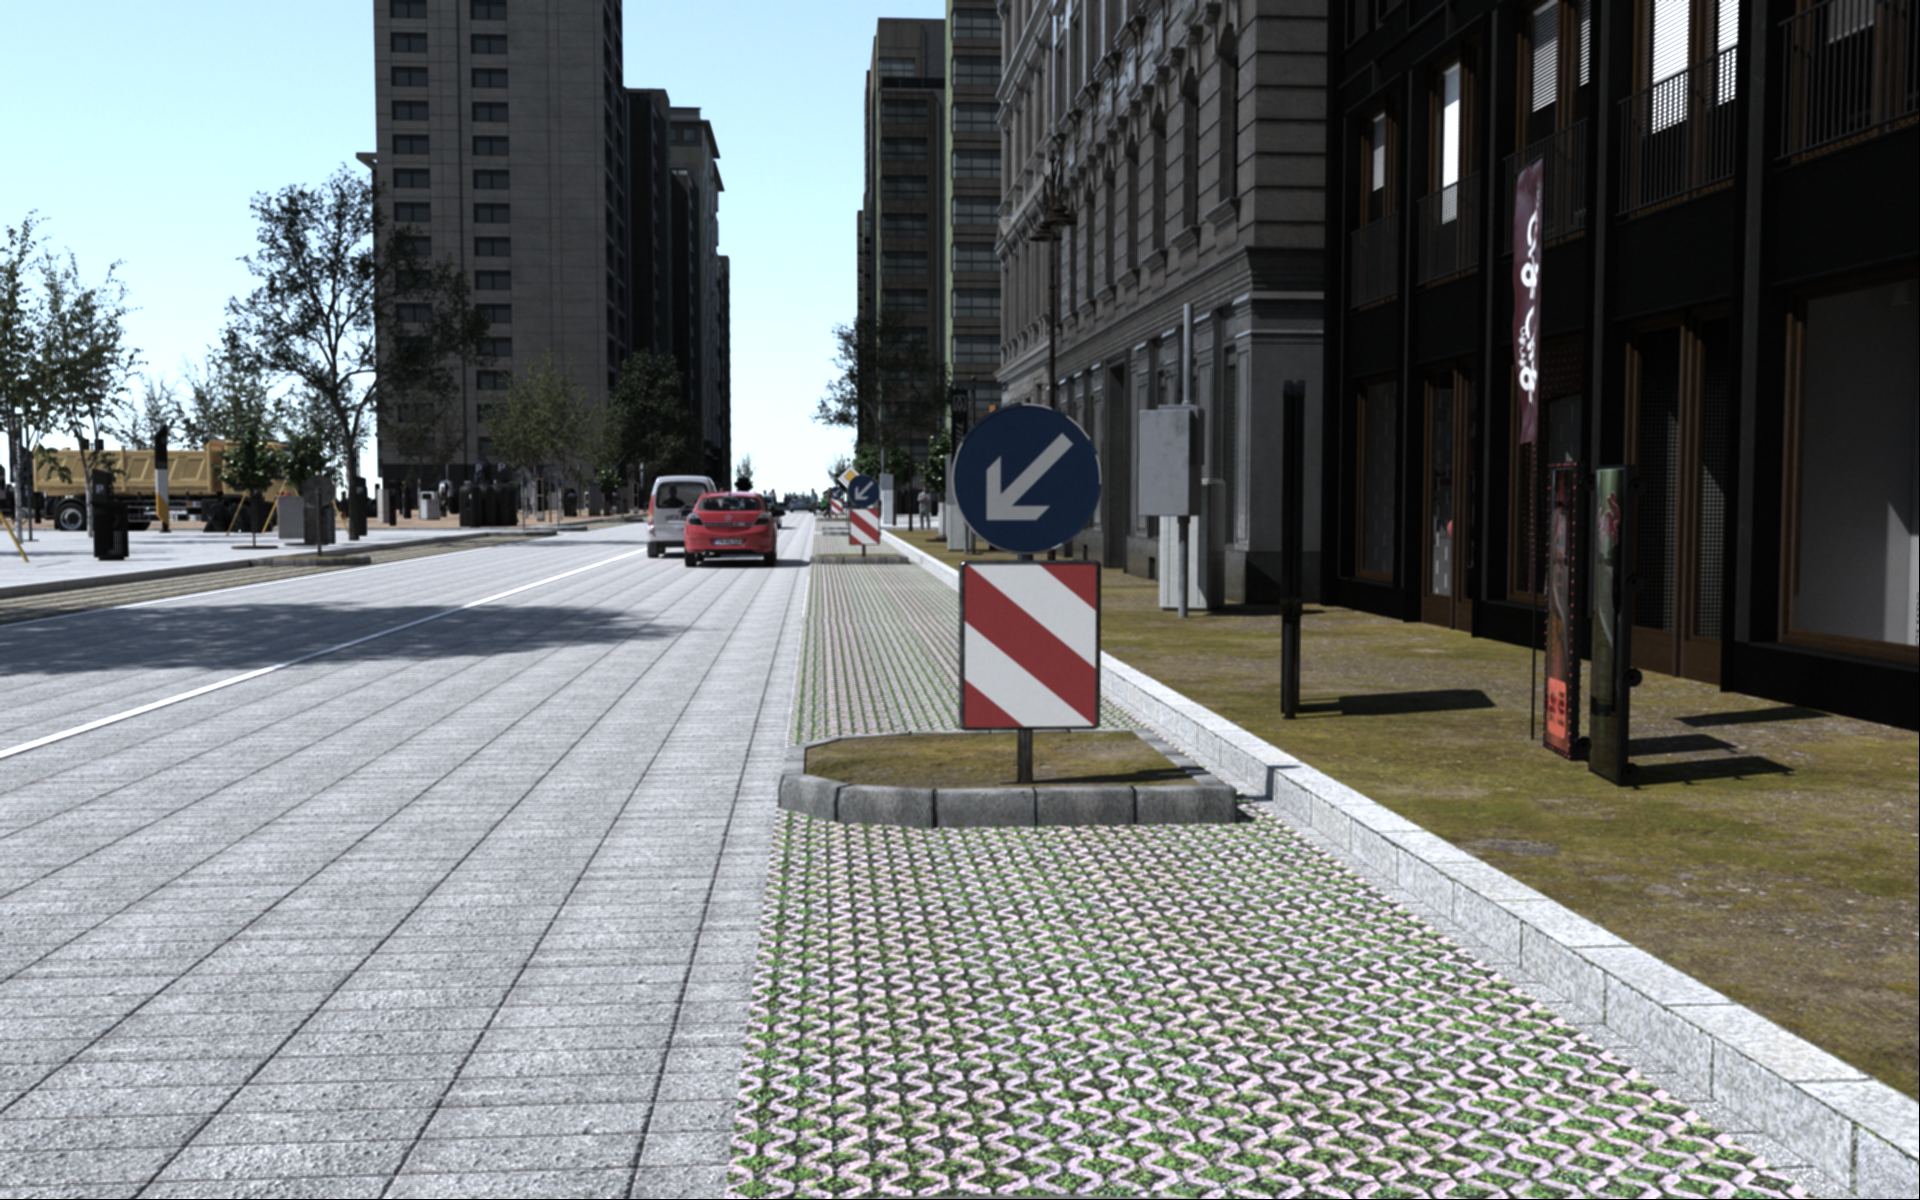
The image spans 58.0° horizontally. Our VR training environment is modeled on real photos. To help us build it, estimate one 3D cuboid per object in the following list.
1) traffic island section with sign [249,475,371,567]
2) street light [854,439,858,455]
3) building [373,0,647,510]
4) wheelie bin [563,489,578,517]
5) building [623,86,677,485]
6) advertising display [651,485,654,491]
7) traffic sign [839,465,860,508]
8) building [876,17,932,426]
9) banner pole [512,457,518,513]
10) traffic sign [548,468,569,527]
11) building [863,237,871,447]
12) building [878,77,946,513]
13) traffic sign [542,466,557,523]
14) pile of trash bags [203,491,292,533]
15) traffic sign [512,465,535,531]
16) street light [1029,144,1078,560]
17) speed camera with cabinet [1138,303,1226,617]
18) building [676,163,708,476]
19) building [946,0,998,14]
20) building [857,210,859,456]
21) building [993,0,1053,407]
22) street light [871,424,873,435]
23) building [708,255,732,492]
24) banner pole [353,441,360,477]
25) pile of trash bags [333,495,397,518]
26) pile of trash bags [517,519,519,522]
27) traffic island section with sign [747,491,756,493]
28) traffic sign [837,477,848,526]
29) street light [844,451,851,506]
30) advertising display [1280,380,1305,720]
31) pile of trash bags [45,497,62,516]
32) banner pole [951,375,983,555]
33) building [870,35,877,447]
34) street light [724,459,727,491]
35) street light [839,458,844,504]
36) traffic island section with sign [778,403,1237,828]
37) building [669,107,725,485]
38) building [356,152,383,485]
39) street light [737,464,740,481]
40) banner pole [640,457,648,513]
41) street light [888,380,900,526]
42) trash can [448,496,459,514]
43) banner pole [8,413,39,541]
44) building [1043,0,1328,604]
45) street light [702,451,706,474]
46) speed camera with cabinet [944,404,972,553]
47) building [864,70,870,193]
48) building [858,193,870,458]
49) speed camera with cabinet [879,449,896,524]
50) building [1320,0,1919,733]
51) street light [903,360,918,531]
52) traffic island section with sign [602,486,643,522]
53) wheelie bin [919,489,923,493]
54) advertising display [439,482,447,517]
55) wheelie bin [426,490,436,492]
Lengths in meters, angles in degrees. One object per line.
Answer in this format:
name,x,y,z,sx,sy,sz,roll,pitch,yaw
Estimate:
traffic island section with sign,-13.048,-1.612,34.978,1.989,1.847,2.006,0,4,-5
street light,-8.872,-10.715,147.985,0.468,5.910,1.993,0,4,-5
building,-37.868,-43.571,150.640,20.563,71.187,20.611,0,4,-5
wheelie bin,-22.124,-5.526,98.263,0.980,1.594,0.693,2,4,30
building,-35.811,-29.702,169.227,14.154,41.232,14.086,0,4,-5
advertising display,-22.506,-7.521,128.186,0.123,1.923,0.974,2,4,29
traffic sign,-3.816,-3.479,60.530,0.795,2.450,0.064,0,4,-5
building,-0.423,-28.731,153.345,14.154,41.232,14.086,0,4,-5
banner pole,-29.624,-7.666,115.349,0.401,3.779,0.863,1,4,16
traffic sign,-15.672,-3.912,67.601,0.795,2.450,0.064,0,4,-5
building,-3.975,-25.982,196.502,14.160,30.474,14.107,0,4,-5
building,1.143,-21.556,124.142,14.160,30.474,14.107,0,4,-5
traffic sign,-18.364,-4.740,77.610,0.768,2.556,0.104,0,4,3
pile of trash bags,-23.725,-2.963,58.194,3.447,1.369,1.912,2,4,25
traffic sign,-15.025,-3.425,59.642,0.795,2.450,0.064,0,4,-5
street light,1.244,-3.095,23.398,0.468,5.910,1.993,0,4,-5
speed camera with cabinet,2.424,-1.496,18.794,0.660,3.252,2.038,1,4,19
building,-38.306,-32.049,207.598,14.154,41.232,14.086,0,4,-5
building,6.027,-25.596,102.082,14.154,41.232,14.086,0,4,-5
building,-7.937,-34.736,251.521,14.154,41.232,14.086,0,4,-5
building,7.211,-12.988,48.516,11.583,22.565,21.152,0,4,-5
street light,-5.418,-8.192,106.729,0.468,5.910,1.993,0,4,-5
building,-45.538,-36.968,288.027,14.154,41.232,14.086,0,4,-5
banner pole,-28.493,-5.619,81.880,0.401,3.779,0.863,0,4,4
pile of trash bags,-32.214,-5.199,94.758,3.447,1.369,1.912,2,4,24
pile of trash bags,-21.281,-4.151,77.616,1.912,1.369,3.447,1,4,12
traffic island section with sign,-32.696,-16.386,276.535,1.989,1.847,2.006,0,4,-5
traffic sign,-4.463,-3.966,68.489,0.795,2.450,0.064,0,4,-5
street light,-11.787,-12.895,183.613,0.468,5.910,1.993,0,4,-5
advertising display,1.963,-0.308,10.244,0.123,1.923,0.974,1,4,11
pile of trash bags,-53.946,-5.555,100.581,3.447,1.369,1.912,-2,4,-29
banner pole,0.114,-2.842,36.481,0.863,3.779,0.401,-3,5,-41
building,-1.586,-31.666,167.848,14.600,45.320,14.200,0,4,-5
street light,-30.781,-15.573,227.406,0.468,5.910,1.993,0,4,-5
street light,-15.602,-15.798,231.089,0.468,5.910,1.993,0,4,-5
traffic island section with sign,0.129,0.017,8.343,1.989,1.847,2.006,0,4,-5
building,-47.995,-39.748,239.123,28.713,52.752,27.495,0,4,-5
building,-45.876,-30.341,187.949,32.217,40.220,23.993,0,4,-5
street light,-33.603,-17.753,263.042,0.468,5.910,1.993,0,4,-5
banner pole,-21.598,-7.827,117.994,0.401,3.779,0.863,-3,5,-40
street light,-2.668,-5.969,70.380,0.468,5.910,1.993,0,4,-5
trash can,-32.482,-6.092,111.259,0.748,1.137,0.748,0,3,0
banner pole,-25.578,-3.498,47.205,0.863,3.779,0.401,1,4,15
building,7.262,-10.985,28.752,9.793,20.994,18.267,0,4,-5
street light,-27.083,-12.844,182.793,0.468,5.910,1.993,0,4,-5
speed camera with cabinet,-0.015,-2.711,38.668,0.660,3.252,2.038,0,4,2
building,-7.784,-52.226,292.138,20.563,71.187,20.611,0,4,-5
building,-6.263,-33.881,237.551,14.154,41.232,14.086,0,4,-5
speed camera with cabinet,-3.158,-4.998,76.056,0.660,3.252,2.038,0,4,-6
building,10.923,-11.145,11.902,12.332,23.373,15.834,0,4,-5
street light,-1.708,-5.318,59.741,0.468,5.910,1.993,0,4,-5
traffic island section with sign,-17.505,-4.973,89.944,1.989,1.847,2.006,0,4,-5
wheelie bin,-2.559,-6.399,112.536,0.980,1.594,0.693,0,4,7
advertising display,-28.857,-5.596,96.712,0.123,1.923,0.974,-3,4,-36
wheelie bin,-37.354,-7.003,122.405,0.980,1.594,0.693,-1,4,-10
